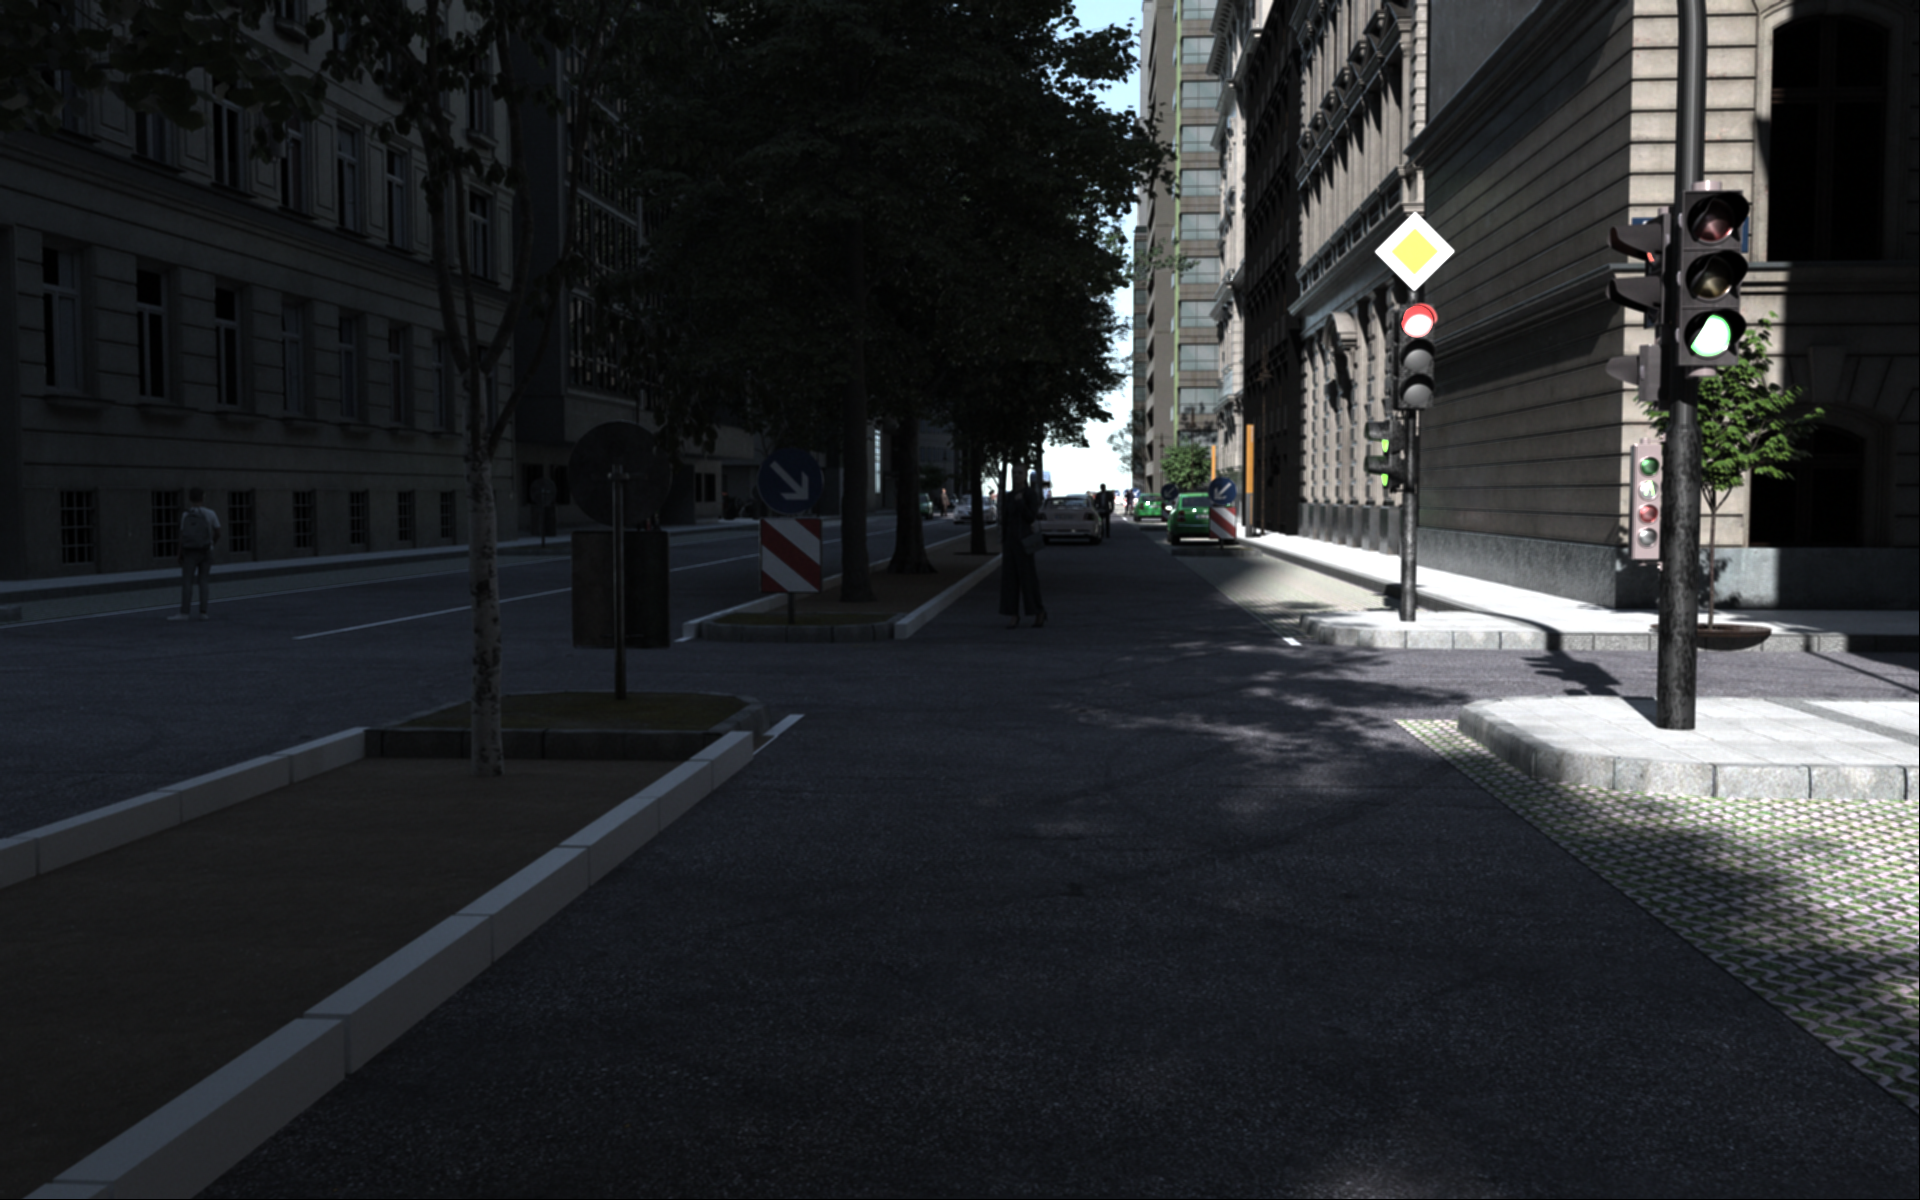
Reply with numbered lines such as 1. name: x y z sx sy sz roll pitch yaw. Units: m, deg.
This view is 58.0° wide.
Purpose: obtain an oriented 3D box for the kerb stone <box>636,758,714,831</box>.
1. kerb stone: -1.294 0.881 7.847 0.120 0.150 1.000 0 4 4

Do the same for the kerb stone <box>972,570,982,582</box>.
1. kerb stone: 0.216 -0.343 27.810 0.120 0.150 1.000 0 4 4

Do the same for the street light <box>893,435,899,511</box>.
1. street light: -4.923 -9.847 133.778 0.468 5.910 1.993 0 4 4

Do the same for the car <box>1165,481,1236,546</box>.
1. car: 6.851 -2.481 49.366 1.959 1.807 4.718 0 4 4

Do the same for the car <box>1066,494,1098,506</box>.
1. car: 5.995 -4.635 87.579 2.131 1.459 4.920 0 4 5

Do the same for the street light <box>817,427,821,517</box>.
1. street light: -7.824 -7.494 95.311 0.468 5.910 1.993 0 4 4

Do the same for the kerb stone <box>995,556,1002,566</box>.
1. kerb stone: 0.679 -0.716 33.945 0.120 0.150 1.000 0 4 4

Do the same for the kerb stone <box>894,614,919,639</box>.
1. kerb stone: -0.553 0.282 17.610 0.120 0.150 1.000 0 4 4

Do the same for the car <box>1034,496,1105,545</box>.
1. car: 3.153 -2.314 50.193 2.083 1.381 4.827 0 4 6

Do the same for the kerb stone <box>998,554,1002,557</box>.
1. kerb stone: 0.762 -0.778 34.964 0.120 0.150 1.000 0 4 4

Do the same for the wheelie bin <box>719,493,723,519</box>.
1. wheelie bin: -12.594 -4.970 89.175 0.980 1.594 0.693 1 4 10

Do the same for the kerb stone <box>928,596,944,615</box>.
1. kerb stone: -0.325 0.093 20.672 0.120 0.150 1.000 0 4 4

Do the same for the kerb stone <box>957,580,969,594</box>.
1. kerb stone: -0.007 -0.156 24.752 0.120 0.150 1.000 0 4 4

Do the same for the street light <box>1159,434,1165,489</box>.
1. street light: 15.097 -9.596 129.686 0.468 5.910 1.993 0 4 4

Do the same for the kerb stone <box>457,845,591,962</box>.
1. kerb stone: -1.449 1.006 5.800 0.120 0.150 1.000 0 4 4

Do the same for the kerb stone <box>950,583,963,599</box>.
1. kerb stone: -0.095 -0.094 23.734 0.120 0.150 1.000 0 4 4

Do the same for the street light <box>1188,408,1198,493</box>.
1. street light: 12.277 -7.258 91.461 0.468 5.910 1.993 0 4 4

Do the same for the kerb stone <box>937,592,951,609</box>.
1. kerb stone: -0.247 0.031 21.692 0.120 0.150 1.000 0 4 4

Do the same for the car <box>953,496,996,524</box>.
1. car: 0.740 -4.348 83.448 2.083 1.381 4.827 0 4 5

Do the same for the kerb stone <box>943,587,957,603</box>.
1. kerb stone: -0.169 -0.032 22.711 0.120 0.150 1.000 0 4 4

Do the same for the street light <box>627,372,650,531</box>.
1. street light: -10.697 -5.182 57.506 0.468 5.910 1.993 0 4 4

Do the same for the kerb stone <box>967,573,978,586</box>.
1. kerb stone: 0.139 -0.281 26.791 0.120 0.150 1.000 0 4 4

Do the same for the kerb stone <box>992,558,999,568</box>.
1. kerb stone: 0.607 -0.655 32.926 0.120 0.150 1.000 0 4 4

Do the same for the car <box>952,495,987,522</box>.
1. car: 0.626 -4.811 90.656 2.014 1.417 4.499 0 4 2

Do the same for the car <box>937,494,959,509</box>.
1. car: -1.056 -8.939 155.940 2.009 1.686 4.222 0 4 4

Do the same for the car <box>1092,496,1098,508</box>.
1. car: 7.758 -5.870 108.550 1.945 1.354 3.894 0 4 6

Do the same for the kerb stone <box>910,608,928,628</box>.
1. kerb stone: -0.479 0.218 18.629 0.120 0.150 1.000 0 4 4

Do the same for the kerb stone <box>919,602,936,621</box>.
1. kerb stone: -0.403 0.156 19.648 0.120 0.150 1.000 0 4 4

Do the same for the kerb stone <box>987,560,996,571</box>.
1. kerb stone: 0.528 -0.594 31.900 0.120 0.150 1.000 0 4 4

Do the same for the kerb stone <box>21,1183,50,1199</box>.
1. kerb stone: -1.678 1.191 2.724 0.120 0.150 1.000 0 4 4

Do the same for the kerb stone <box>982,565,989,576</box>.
1. kerb stone: 0.371 -0.469 29.857 0.120 0.150 1.000 0 4 4

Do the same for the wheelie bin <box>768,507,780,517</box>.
1. wheelie bin: -9.967 -5.102 91.324 0.693 1.594 0.980 2 4 34

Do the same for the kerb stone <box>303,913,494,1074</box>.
1. kerb stone: -1.525 1.065 4.776 0.120 0.150 1.000 0 4 4

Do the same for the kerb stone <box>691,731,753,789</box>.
1. kerb stone: -1.216 0.815 8.869 0.120 0.150 1.000 0 4 4

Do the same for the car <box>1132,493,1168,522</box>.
1. car: 9.849 -4.893 88.788 1.959 1.807 4.718 0 4 3

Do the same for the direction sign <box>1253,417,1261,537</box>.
1. direction sign: 8.785 -3.640 51.512 0.379 3.537 0.876 1 4 15

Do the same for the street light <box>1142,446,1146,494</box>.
1. street light: 17.858 -11.922 167.706 0.468 5.910 1.993 0 4 4

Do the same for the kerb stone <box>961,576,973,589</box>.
1. kerb stone: 0.061 -0.219 25.772 0.120 0.150 1.000 0 4 4

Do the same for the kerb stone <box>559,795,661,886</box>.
1. kerb stone: -1.371 0.940 6.822 0.120 0.150 1.000 0 4 4

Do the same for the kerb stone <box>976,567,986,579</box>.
1. kerb stone: 0.295 -0.404 28.838 0.120 0.150 1.000 0 4 4

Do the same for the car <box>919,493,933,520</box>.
1. car: -2.471 -5.394 96.980 1.959 1.807 4.718 0 4 2

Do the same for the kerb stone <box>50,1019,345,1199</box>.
1. kerb stone: -1.605 1.132 3.748 0.120 0.150 1.000 0 4 4

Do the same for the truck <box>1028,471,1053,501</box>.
1. truck: 9.745 -13.234 206.135 2.967 4.110 18.799 0 4 4

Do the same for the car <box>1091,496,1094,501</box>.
1. car: 7.138 -5.522 102.280 2.014 1.417 4.499 0 4 6

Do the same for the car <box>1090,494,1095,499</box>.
1. car: 15.646 -12.340 211.982 2.015 1.641 3.980 0 4 5

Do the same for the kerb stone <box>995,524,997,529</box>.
1. kerb stone: 1.298 -2.914 69.872 0.120 0.150 1.000 0 4 4

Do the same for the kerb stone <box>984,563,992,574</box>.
1. kerb stone: 0.445 -0.518 30.877 0.120 0.150 1.000 0 4 4

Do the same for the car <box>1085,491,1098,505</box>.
1. car: 17.677 -13.754 233.548 2.281 1.827 5.304 0 4 4

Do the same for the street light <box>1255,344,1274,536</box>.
1. street light: 9.369 -4.934 53.452 0.468 5.910 1.993 0 4 4

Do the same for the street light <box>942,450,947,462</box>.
1. street light: -1.554 -12.565 178.220 0.468 5.910 1.993 0 4 4
